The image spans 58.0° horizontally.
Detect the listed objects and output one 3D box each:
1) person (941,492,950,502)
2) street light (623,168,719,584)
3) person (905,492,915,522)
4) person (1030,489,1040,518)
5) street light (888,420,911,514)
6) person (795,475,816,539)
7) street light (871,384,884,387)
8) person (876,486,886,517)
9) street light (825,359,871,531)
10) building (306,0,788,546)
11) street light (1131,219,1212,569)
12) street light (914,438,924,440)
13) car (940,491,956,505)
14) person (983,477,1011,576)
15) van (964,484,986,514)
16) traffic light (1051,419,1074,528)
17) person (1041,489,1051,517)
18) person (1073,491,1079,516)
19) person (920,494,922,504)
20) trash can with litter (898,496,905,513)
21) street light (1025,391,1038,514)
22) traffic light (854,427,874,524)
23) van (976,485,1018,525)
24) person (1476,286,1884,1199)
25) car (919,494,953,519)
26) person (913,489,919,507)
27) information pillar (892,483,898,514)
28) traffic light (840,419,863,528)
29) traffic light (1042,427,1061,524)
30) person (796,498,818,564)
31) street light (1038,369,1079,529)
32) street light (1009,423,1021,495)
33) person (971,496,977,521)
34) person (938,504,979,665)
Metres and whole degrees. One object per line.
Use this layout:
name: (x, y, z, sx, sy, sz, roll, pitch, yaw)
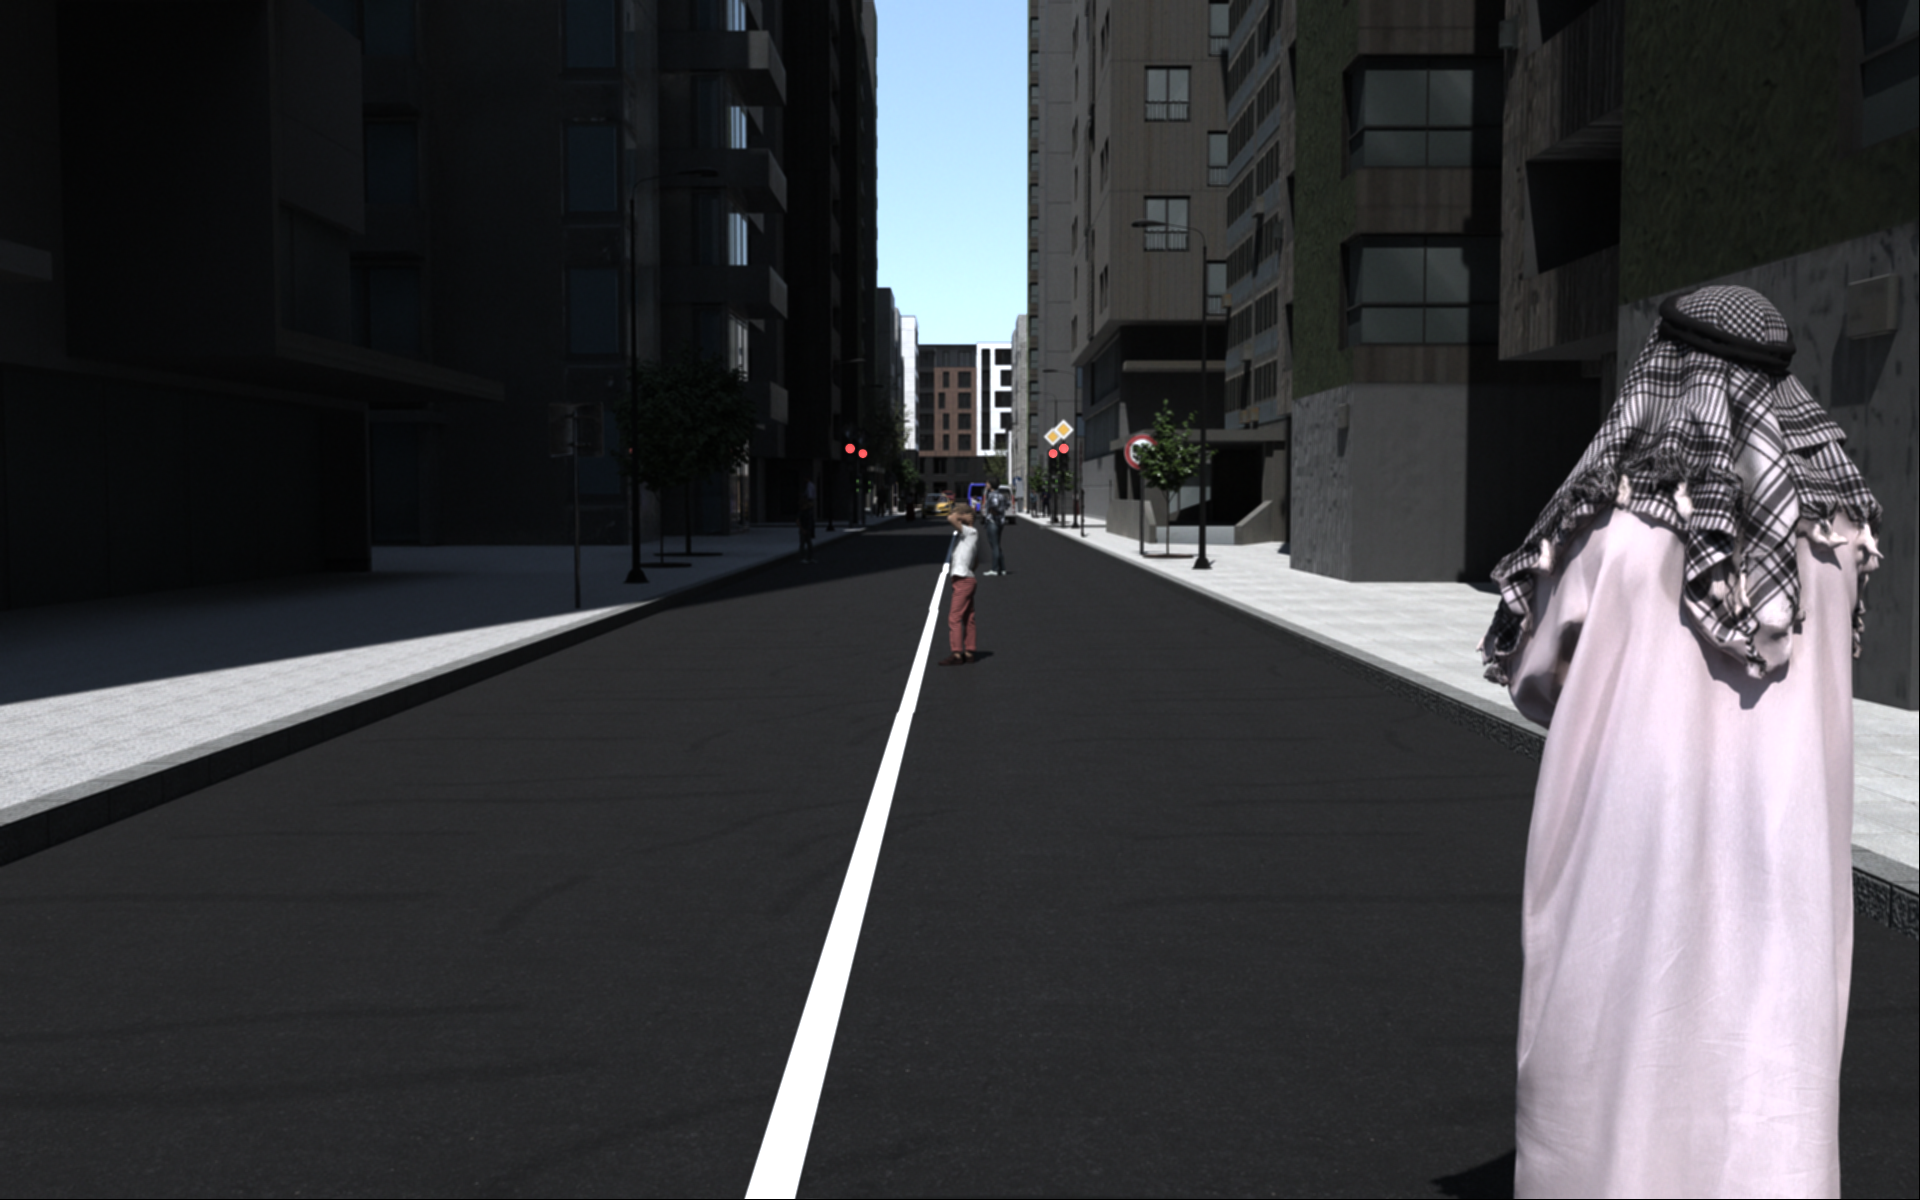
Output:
person: (-1.196, -6.748, 120.789, 0.963, 1.587, 0.435, -1, 4, -18)
street light: (-4.129, -3.197, 24.813, 1.470, 5.913, 1.316, 0, 4, 0)
person: (-2.586, -4.833, 89.981, 0.523, 1.526, 0.387, 0, 4, 5)
person: (4.001, -5.194, 93.183, 0.499, 1.552, 0.429, -1, 4, -11)
street light: (-3.834, -8.328, 108.702, 1.470, 5.913, 1.316, 0, 4, 0)
person: (-4.457, -2.684, 49.793, 0.599, 1.838, 0.709, 0, 4, 4)
street light: (-3.925, -6.175, 73.508, 1.470, 5.913, 1.316, 0, 4, 0)
person: (-4.440, -5.549, 97.459, 0.565, 1.739, 0.600, -2, 4, -26)
street light: (-3.943, -5.335, 59.774, 1.470, 5.913, 1.316, 0, 4, 0)
building: (-20.971, -26.425, 51.650, 30.456, 49.044, 23.786, 0, 4, 0)
street light: (3.600, -3.481, 29.457, 1.470, 5.913, 1.316, 0, 4, 0)
street light: (-3.664, -10.469, 143.703, 1.470, 5.913, 1.316, 0, 4, 0)
car: (-1.699, -13.056, 222.139, 2.281, 1.827, 5.304, 0, 4, -1)
person: (0.632, -1.302, 30.504, 0.376, 1.734, 0.841, 1, 4, 23)
van: (1.359, -6.073, 103.683, 2.240, 2.365, 5.245, 0, 3, 0)
traffic light: (3.859, -4.653, 64.997, 0.839, 4.253, 0.868, 0, 4, 0)
person: (4.693, -5.391, 94.889, 0.576, 1.737, 0.504, 0, 4, 8)
person: (6.912, -5.785, 103.091, 0.387, 1.526, 0.523, 0, 4, -8)
person: (-5.183, -13.373, 224.705, 0.705, 1.822, 1.348, -2, 4, -28)
trash can with litter: (-4.094, -6.636, 119.884, 0.624, 1.170, 1.055, 0, 3, 0)
street light: (3.787, -6.463, 78.207, 1.470, 5.913, 1.316, 0, 4, 0)
traffic light: (-4.054, -5.142, 72.994, 0.839, 4.253, 0.868, 0, 4, 0)
van: (1.792, -4.634, 82.782, 2.013, 2.044, 4.112, 0, 4, 0)
person: (1.096, 0.401, 2.617, 0.551, 1.740, 0.621, -1, 4, -13)
car: (-1.399, -5.615, 102.023, 2.015, 1.641, 3.980, 0, 4, -1)
person: (-4.412, -10.033, 170.596, 0.721, 1.766, 1.217, -2, 4, -35)
information pillar: (-4.222, -6.585, 112.154, 0.304, 2.012, 0.304, -1, 4, -15)
traffic light: (-4.082, -4.654, 65.009, 0.839, 4.253, 0.868, 0, 4, 0)
traffic light: (3.887, -5.141, 72.982, 0.839, 4.253, 0.868, 0, 4, 0)
person: (-3.161, -1.430, 35.783, 0.340, 1.345, 0.435, 1, 4, 17)
street light: (3.763, -5.619, 64.417, 1.470, 5.913, 1.316, 0, 4, 0)
street light: (3.927, -8.601, 113.168, 1.470, 5.913, 1.316, 0, 4, 0)
person: (0.729, -4.890, 92.358, 0.435, 1.345, 0.340, 2, 4, 26)
person: (-0.011, -0.137, 14.645, 0.340, 1.345, 0.435, 0, 4, 1)
